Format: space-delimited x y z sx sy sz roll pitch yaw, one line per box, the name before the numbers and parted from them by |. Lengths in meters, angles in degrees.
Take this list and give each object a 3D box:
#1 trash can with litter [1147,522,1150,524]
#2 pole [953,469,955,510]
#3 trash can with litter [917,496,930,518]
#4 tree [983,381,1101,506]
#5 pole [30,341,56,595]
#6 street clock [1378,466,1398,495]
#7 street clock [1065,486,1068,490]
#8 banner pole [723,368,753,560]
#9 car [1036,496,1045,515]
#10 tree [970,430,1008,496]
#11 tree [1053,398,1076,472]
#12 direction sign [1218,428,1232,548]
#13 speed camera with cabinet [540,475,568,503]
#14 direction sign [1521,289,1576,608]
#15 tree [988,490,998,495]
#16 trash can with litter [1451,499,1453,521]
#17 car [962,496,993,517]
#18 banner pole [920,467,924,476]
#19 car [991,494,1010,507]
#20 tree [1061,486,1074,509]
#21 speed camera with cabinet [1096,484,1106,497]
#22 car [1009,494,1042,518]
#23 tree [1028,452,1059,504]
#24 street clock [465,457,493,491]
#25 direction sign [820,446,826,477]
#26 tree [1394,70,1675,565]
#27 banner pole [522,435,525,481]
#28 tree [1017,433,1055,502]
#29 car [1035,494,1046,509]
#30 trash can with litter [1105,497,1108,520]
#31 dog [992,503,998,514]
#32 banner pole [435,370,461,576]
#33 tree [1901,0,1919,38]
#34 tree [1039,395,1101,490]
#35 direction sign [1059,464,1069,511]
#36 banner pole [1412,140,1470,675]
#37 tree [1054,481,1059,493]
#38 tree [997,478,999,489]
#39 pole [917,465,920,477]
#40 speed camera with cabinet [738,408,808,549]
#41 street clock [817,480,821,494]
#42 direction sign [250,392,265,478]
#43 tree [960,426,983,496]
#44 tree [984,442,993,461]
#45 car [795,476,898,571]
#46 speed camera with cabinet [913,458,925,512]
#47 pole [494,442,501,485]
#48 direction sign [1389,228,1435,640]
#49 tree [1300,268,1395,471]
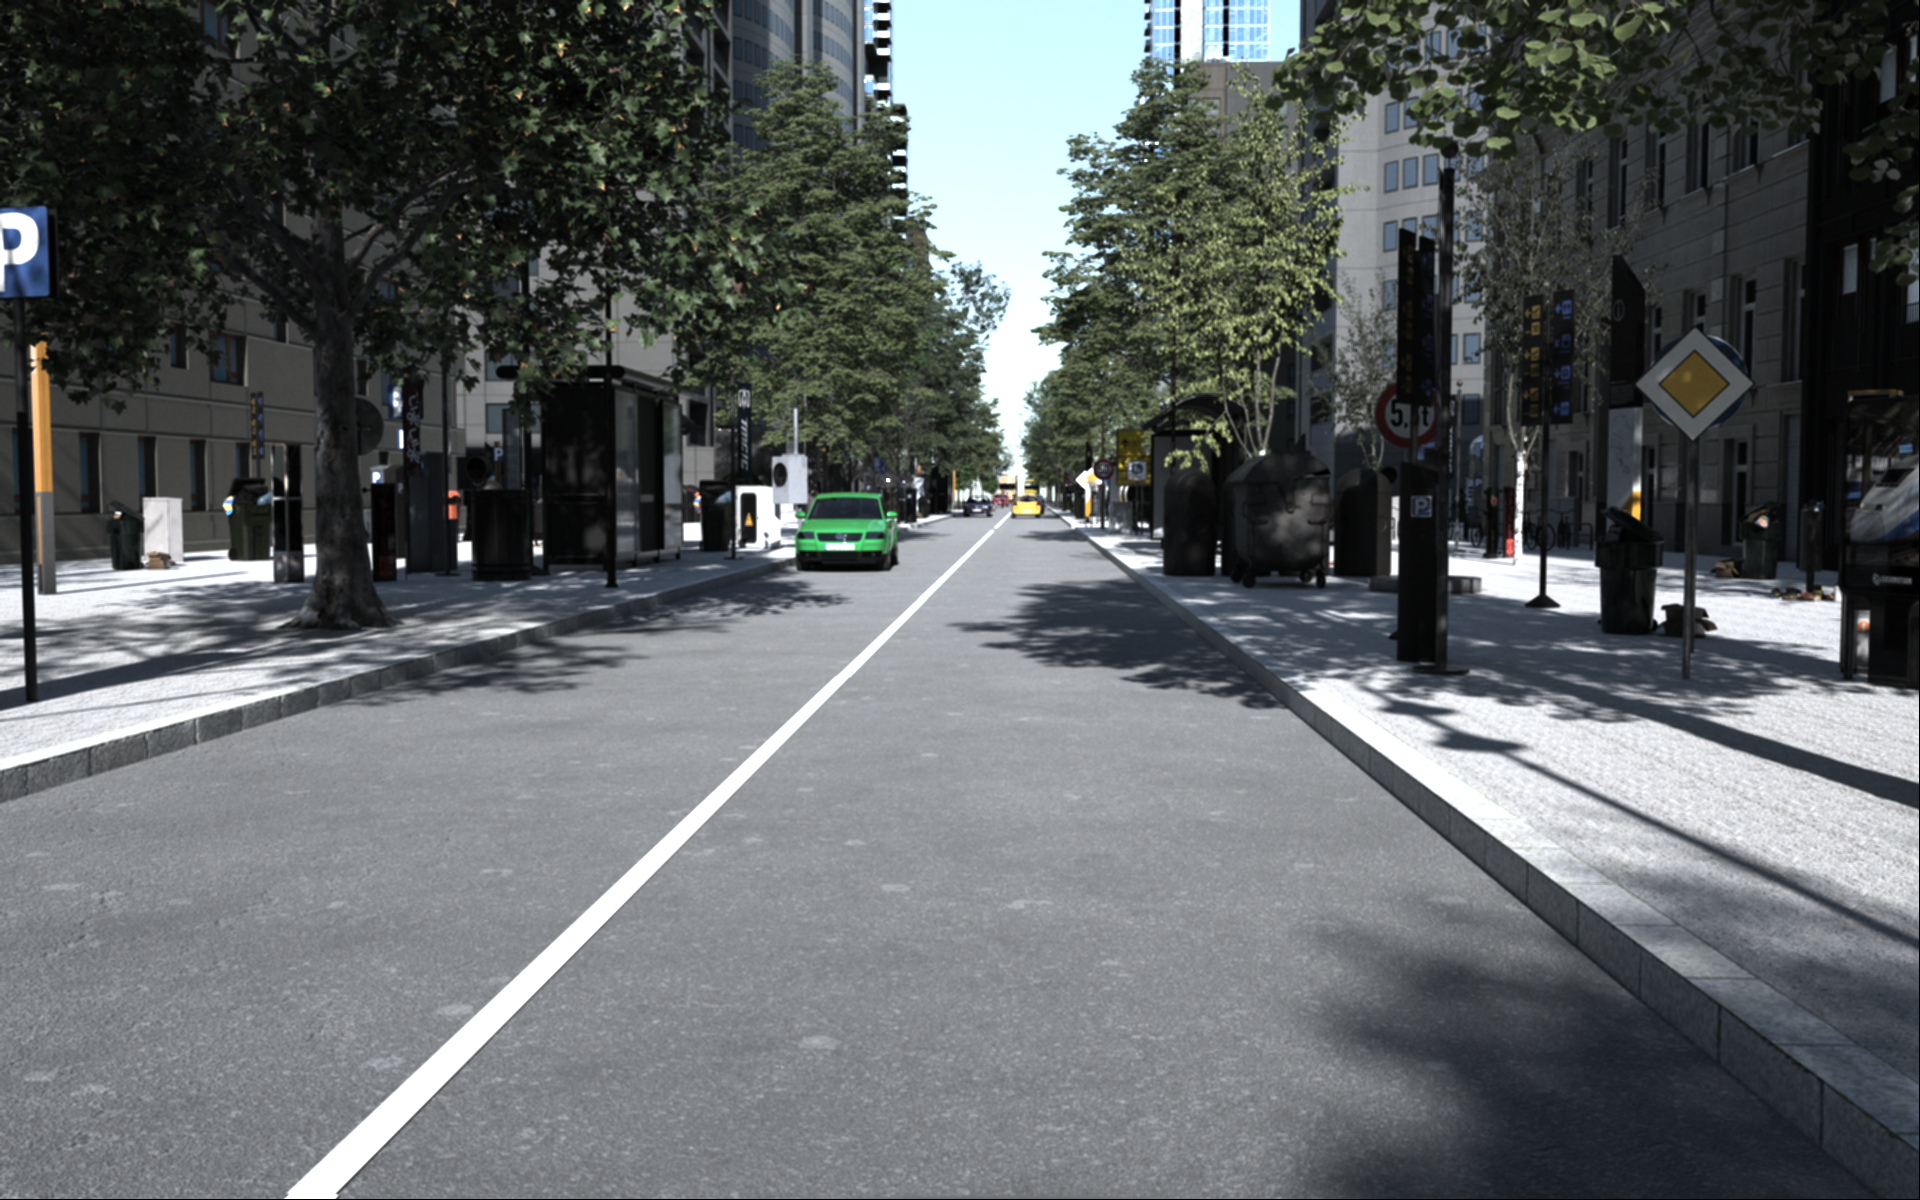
trash can with litter | 8.347 -3.803 73.567 0.624 1.170 1.055 -2 4 -32
pole | -0.477 -8.940 140.008 0.158 3.312 0.155 0 3 0
trash can with litter | -1.978 -4.913 91.708 0.624 1.170 1.055 1 4 11
tree | 10.314 -16.515 180.397 12.009 13.543 11.850 0 3 0
pole | -11.649 -1.722 22.000 0.158 3.312 0.155 0 3 0
street clock | 11.145 -2.485 45.204 0.471 2.002 0.358 0 4 -3
street clock | 9.170 -8.727 147.254 0.471 2.002 0.358 -1 4 -12
banner pole | -4.346 -2.703 34.205 0.401 3.779 0.863 2 4 29
car | 5.059 -6.722 122.483 1.945 1.354 3.894 0 4 1
tree | 2.630 -17.875 226.666 7.601 10.594 8.767 -1 4 -15
tree | 9.031 -11.060 131.197 4.737 8.622 4.395 0 3 0
direction sign | 6.280 -3.014 41.276 0.379 3.537 0.876 -1 4 -14
speed camera with cabinet | -19.287 -5.375 82.225 0.660 3.252 2.038 -3 4 -36
direction sign | 6.627 -1.688 19.597 0.379 3.537 0.876 -1 4 -19
tree | 5.265 -17.178 275.459 1.663 3.219 1.824 0 3 0
trash can with litter | 23.486 -4.286 81.465 1.055 1.170 0.624 -3 5 -44
car | 1.135 -5.870 108.554 1.945 1.354 3.894 0 4 3
banner pole | -3.232 -9.615 147.214 0.401 3.779 0.863 2 4 27
car | 4.662 -11.512 197.254 2.155 1.783 4.494 0 4 3
tree | 10.132 -9.625 151.967 1.663 3.219 1.824 0 3 0
speed camera with cabinet | 9.610 -8.067 126.237 2.038 3.252 0.660 1 4 9
car | 3.935 -5.703 103.463 2.015 1.641 3.980 0 4 1
tree | 13.268 -18.383 234.978 8.767 10.594 7.601 -1 4 -17
street clock | -9.291 -1.770 33.516 0.471 2.002 0.358 1 4 17
direction sign | -6.193 -5.458 81.242 0.876 3.537 0.379 -2 4 -35
tree | 10.297 -4.929 30.949 4.360 8.622 3.978 0 3 0
banner pole | -13.833 -3.989 55.236 0.401 3.779 0.863 0 4 6
tree | 14.857 -23.639 293.151 9.857 13.997 8.962 0 3 0
car | 7.409 -9.578 168.599 2.014 1.417 4.499 0 4 2
trash can with litter | 7.495 -4.407 83.443 1.055 1.170 0.624 -1 4 -19
dog | 2.247 -6.459 122.443 0.513 0.831 0.800 -2 4 -30
banner pole | -8.102 -2.286 27.391 0.401 3.779 0.863 -1 4 -8
tree | 10.783 -3.961 15.117 4.360 8.622 3.978 0 3 0
tree | 7.534 -9.849 111.397 4.360 8.622 3.978 0 3 0
direction sign | 7.751 -8.362 128.722 0.876 3.537 0.379 -2 4 -31
banner pole | 3.376 -1.353 12.139 0.401 3.779 0.863 1 4 21
tree | 12.691 -13.784 219.977 1.663 3.219 1.824 0 3 0
tree | 4.349 -16.630 255.605 4.285 4.588 4.351 0 3 0
pole | -2.903 -7.847 122.135 0.158 3.312 0.155 0 3 0
speed camera with cabinet | -4.392 -2.822 40.476 0.660 3.252 2.038 -3 5 -42
street clock | -7.561 -5.286 90.997 0.471 2.002 0.358 -1 4 -16
direction sign | -15.669 -2.856 38.690 0.379 3.537 0.876 -3 4 -37
tree | -0.872 -12.540 155.399 4.360 8.622 3.978 0 3 0
tree | 2.039 -15.546 204.544 4.360 8.622 3.978 0 3 0
car | -2.164 -1.522 33.689 1.959 1.807 4.718 0 4 1
speed camera with cabinet | -2.273 -6.058 93.384 0.660 3.252 2.038 0 4 6
pole | -17.991 -4.500 67.412 0.158 3.312 0.155 0 3 0
direction sign | 3.987 -1.419 15.205 0.379 3.537 0.876 2 4 33
tree | 13.130 -6.440 55.651 4.360 8.622 3.978 0 3 0
